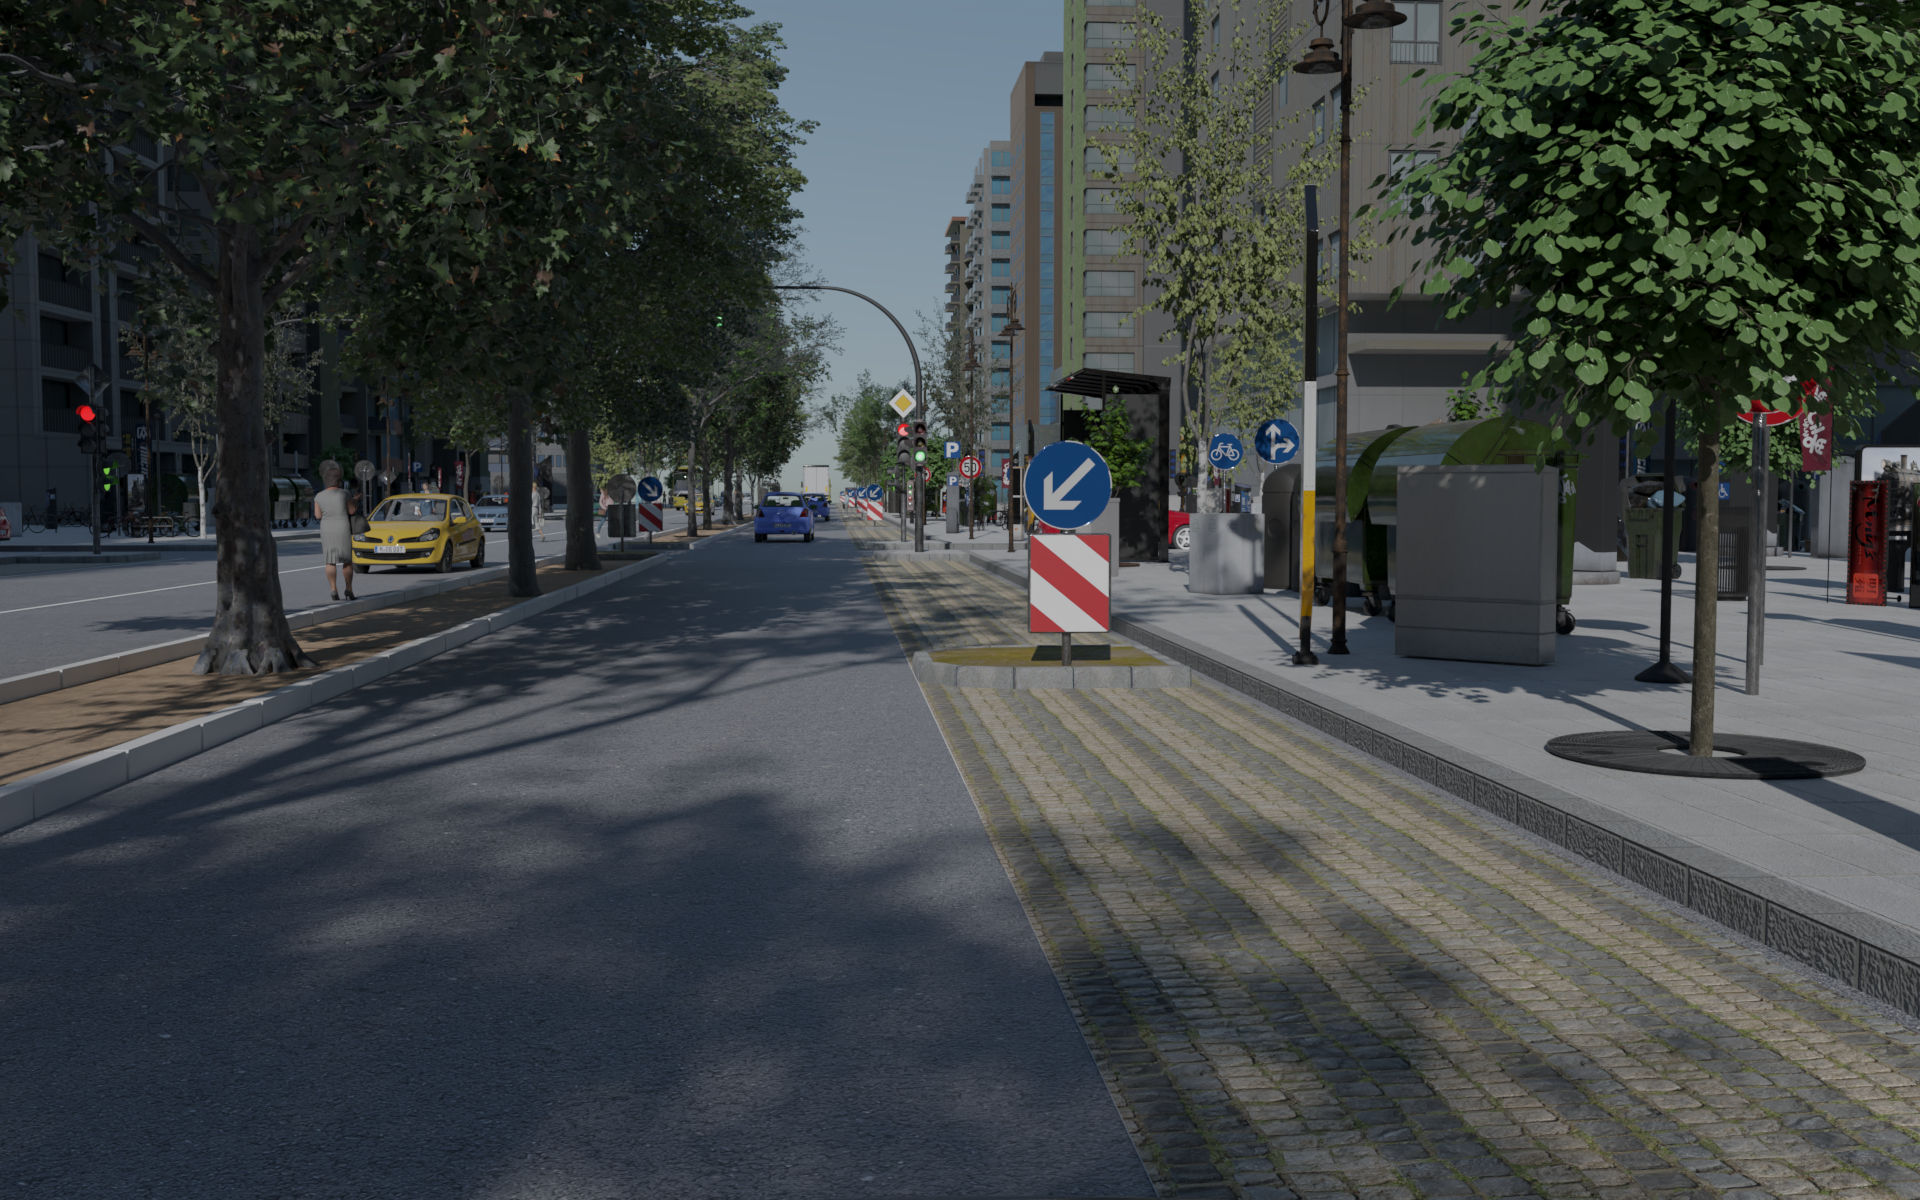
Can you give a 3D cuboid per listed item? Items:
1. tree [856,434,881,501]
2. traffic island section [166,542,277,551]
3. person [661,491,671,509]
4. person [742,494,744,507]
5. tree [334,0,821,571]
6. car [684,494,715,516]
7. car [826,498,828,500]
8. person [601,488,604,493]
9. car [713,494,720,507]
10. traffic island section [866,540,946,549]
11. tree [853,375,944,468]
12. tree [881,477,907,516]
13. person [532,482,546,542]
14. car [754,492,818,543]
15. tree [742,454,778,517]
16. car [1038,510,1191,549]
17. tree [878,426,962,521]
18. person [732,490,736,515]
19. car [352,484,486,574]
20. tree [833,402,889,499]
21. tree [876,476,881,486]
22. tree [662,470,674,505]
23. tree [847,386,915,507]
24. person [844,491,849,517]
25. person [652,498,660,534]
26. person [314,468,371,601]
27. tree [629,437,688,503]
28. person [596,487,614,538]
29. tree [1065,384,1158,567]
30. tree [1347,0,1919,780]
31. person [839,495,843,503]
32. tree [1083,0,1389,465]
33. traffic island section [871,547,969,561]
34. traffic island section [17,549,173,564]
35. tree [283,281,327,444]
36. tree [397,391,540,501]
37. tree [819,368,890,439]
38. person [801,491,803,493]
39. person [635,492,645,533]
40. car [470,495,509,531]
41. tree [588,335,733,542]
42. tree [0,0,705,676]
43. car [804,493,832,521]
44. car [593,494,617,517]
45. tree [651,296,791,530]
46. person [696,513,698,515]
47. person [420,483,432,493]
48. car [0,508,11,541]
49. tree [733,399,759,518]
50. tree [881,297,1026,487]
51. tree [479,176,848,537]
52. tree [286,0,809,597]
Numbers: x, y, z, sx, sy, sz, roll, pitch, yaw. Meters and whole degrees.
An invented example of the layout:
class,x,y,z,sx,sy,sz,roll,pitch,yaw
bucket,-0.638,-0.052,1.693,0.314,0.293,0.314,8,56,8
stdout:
class,x,y,z,sx,sy,sz,roll,pitch,yaw
tree,-8.432,-13.836,176.574,4.360,8.622,3.978,0,3,0
traffic island section,-19.026,-1.384,44.916,2.009,0.180,2.903,0,4,-4
person,-28.309,-9.588,165.979,1.217,1.735,0.721,-2,4,-24
person,-24.175,-11.198,191.678,0.705,1.812,1.348,1,4,11
tree,-7.061,-7.514,31.973,9.857,13.997,8.962,0,3,0
car,-17.460,-6.483,116.224,2.015,1.641,3.980,0,4,-3
car,-12.970,-9.077,157.997,1.945,1.707,3.694,0,4,-6
person,-23.024,-6.245,110.872,0.573,1.790,0.520,-2,4,-28
car,-27.217,-10.967,189.092,2.009,1.686,4.222,0,4,-6
traffic island section,-1.484,-1.464,46.224,2.009,0.180,2.903,0,4,-4
tree,-4.903,-12.272,135.054,7.601,10.594,8.767,1,4,15
tree,-3.354,-6.514,101.111,1.663,3.219,1.824,0,3,0
person,-12.603,-2.594,51.262,0.624,1.780,0.694,2,4,28
car,-5.298,-2.623,52.484,1.945,1.707,3.694,0,4,-3
tree,-12.829,-9.423,106.887,4.360,8.622,3.978,0,3,0
car,4.188,-2.082,43.088,4.494,1.783,2.155,0,4,-5
tree,-1.167,-6.090,83.291,4.285,4.588,4.351,0,3,0
person,-15.146,-6.658,117.544,0.709,1.800,0.728,-1,4,-23
car,-10.131,-1.360,32.456,2.015,1.641,3.980,0,4,-2
tree,-12.277,-18.086,213.840,7.486,12.596,7.792,0,3,0
tree,-6.757,-9.884,156.199,1.663,3.219,1.824,0,3,0
tree,-33.905,-13.695,207.624,4.285,4.588,4.351,0,3,0
tree,-7.291,-14.706,166.200,9.928,11.665,9.643,0,3,0
person,-7.024,-5.923,107.146,0.330,1.601,0.589,0,4,5
person,-10.981,-3.250,62.308,0.731,1.740,0.598,2,4,27
person,-8.293,-0.886,23.342,0.716,1.782,0.532,0,4,-5
tree,-31.253,-15.012,179.864,8.767,10.594,7.601,-1,4,-14
person,-11.578,-2.899,56.493,0.643,1.750,0.593,3,5,45
tree,2.776,-2.201,30.592,1.663,3.219,1.824,0,3,0
tree,3.564,-1.509,8.394,4.285,4.588,4.351,0,3,0
person,-18.217,-15.952,269.274,1.348,1.831,0.705,2,4,34
tree,3.638,-4.527,24.386,4.737,8.622,4.395,0,3,0
traffic island section,-0.886,-0.977,38.261,2.009,0.180,2.903,0,4,-4
traffic island section,-18.428,-0.897,36.953,2.009,0.180,2.903,0,4,-4
tree,-22.586,-6.446,55.752,4.360,8.622,3.978,0,3,0
tree,-24.153,-9.230,85.324,7.601,10.594,8.767,0,4,-6
tree,-15.428,-24.942,263.687,12.611,20.169,13.585,0,3,0
person,-14.751,-9.313,161.700,0.436,1.711,0.756,-3,5,-40
person,-11.840,-3.383,63.676,0.748,1.841,0.638,0,4,-3
car,-17.640,-3.322,66.323,2.014,1.417,4.499,0,4,-3
tree,-8.811,-5.848,48.438,4.737,8.622,4.395,0,3,0
tree,-5.767,-5.756,13.583,9.611,12.733,9.660,0,3,0
car,-7.780,-5.044,92.061,1.945,1.707,3.694,0,4,-3
car,-19.596,-5.027,93.988,2.131,1.459,4.920,0,4,-6
tree,-10.213,-8.609,68.964,9.928,11.665,9.643,0,3,0
person,-18.220,-6.624,118.617,0.589,1.601,0.330,1,4,15
person,-18.741,-3.199,60.828,0.581,1.822,0.654,-1,4,-15
car,-25.394,-1.999,41.723,4.494,1.783,2.155,0,4,-4
tree,-11.625,-8.188,86.695,4.737,8.622,4.395,0,3,0
tree,0.017,-6.984,64.544,4.360,8.622,3.978,0,3,0
tree,-8.934,-8.833,57.245,12.009,13.543,11.850,0,3,0
tree,-5.945,-6.283,23.320,7.486,12.596,7.792,0,3,0
